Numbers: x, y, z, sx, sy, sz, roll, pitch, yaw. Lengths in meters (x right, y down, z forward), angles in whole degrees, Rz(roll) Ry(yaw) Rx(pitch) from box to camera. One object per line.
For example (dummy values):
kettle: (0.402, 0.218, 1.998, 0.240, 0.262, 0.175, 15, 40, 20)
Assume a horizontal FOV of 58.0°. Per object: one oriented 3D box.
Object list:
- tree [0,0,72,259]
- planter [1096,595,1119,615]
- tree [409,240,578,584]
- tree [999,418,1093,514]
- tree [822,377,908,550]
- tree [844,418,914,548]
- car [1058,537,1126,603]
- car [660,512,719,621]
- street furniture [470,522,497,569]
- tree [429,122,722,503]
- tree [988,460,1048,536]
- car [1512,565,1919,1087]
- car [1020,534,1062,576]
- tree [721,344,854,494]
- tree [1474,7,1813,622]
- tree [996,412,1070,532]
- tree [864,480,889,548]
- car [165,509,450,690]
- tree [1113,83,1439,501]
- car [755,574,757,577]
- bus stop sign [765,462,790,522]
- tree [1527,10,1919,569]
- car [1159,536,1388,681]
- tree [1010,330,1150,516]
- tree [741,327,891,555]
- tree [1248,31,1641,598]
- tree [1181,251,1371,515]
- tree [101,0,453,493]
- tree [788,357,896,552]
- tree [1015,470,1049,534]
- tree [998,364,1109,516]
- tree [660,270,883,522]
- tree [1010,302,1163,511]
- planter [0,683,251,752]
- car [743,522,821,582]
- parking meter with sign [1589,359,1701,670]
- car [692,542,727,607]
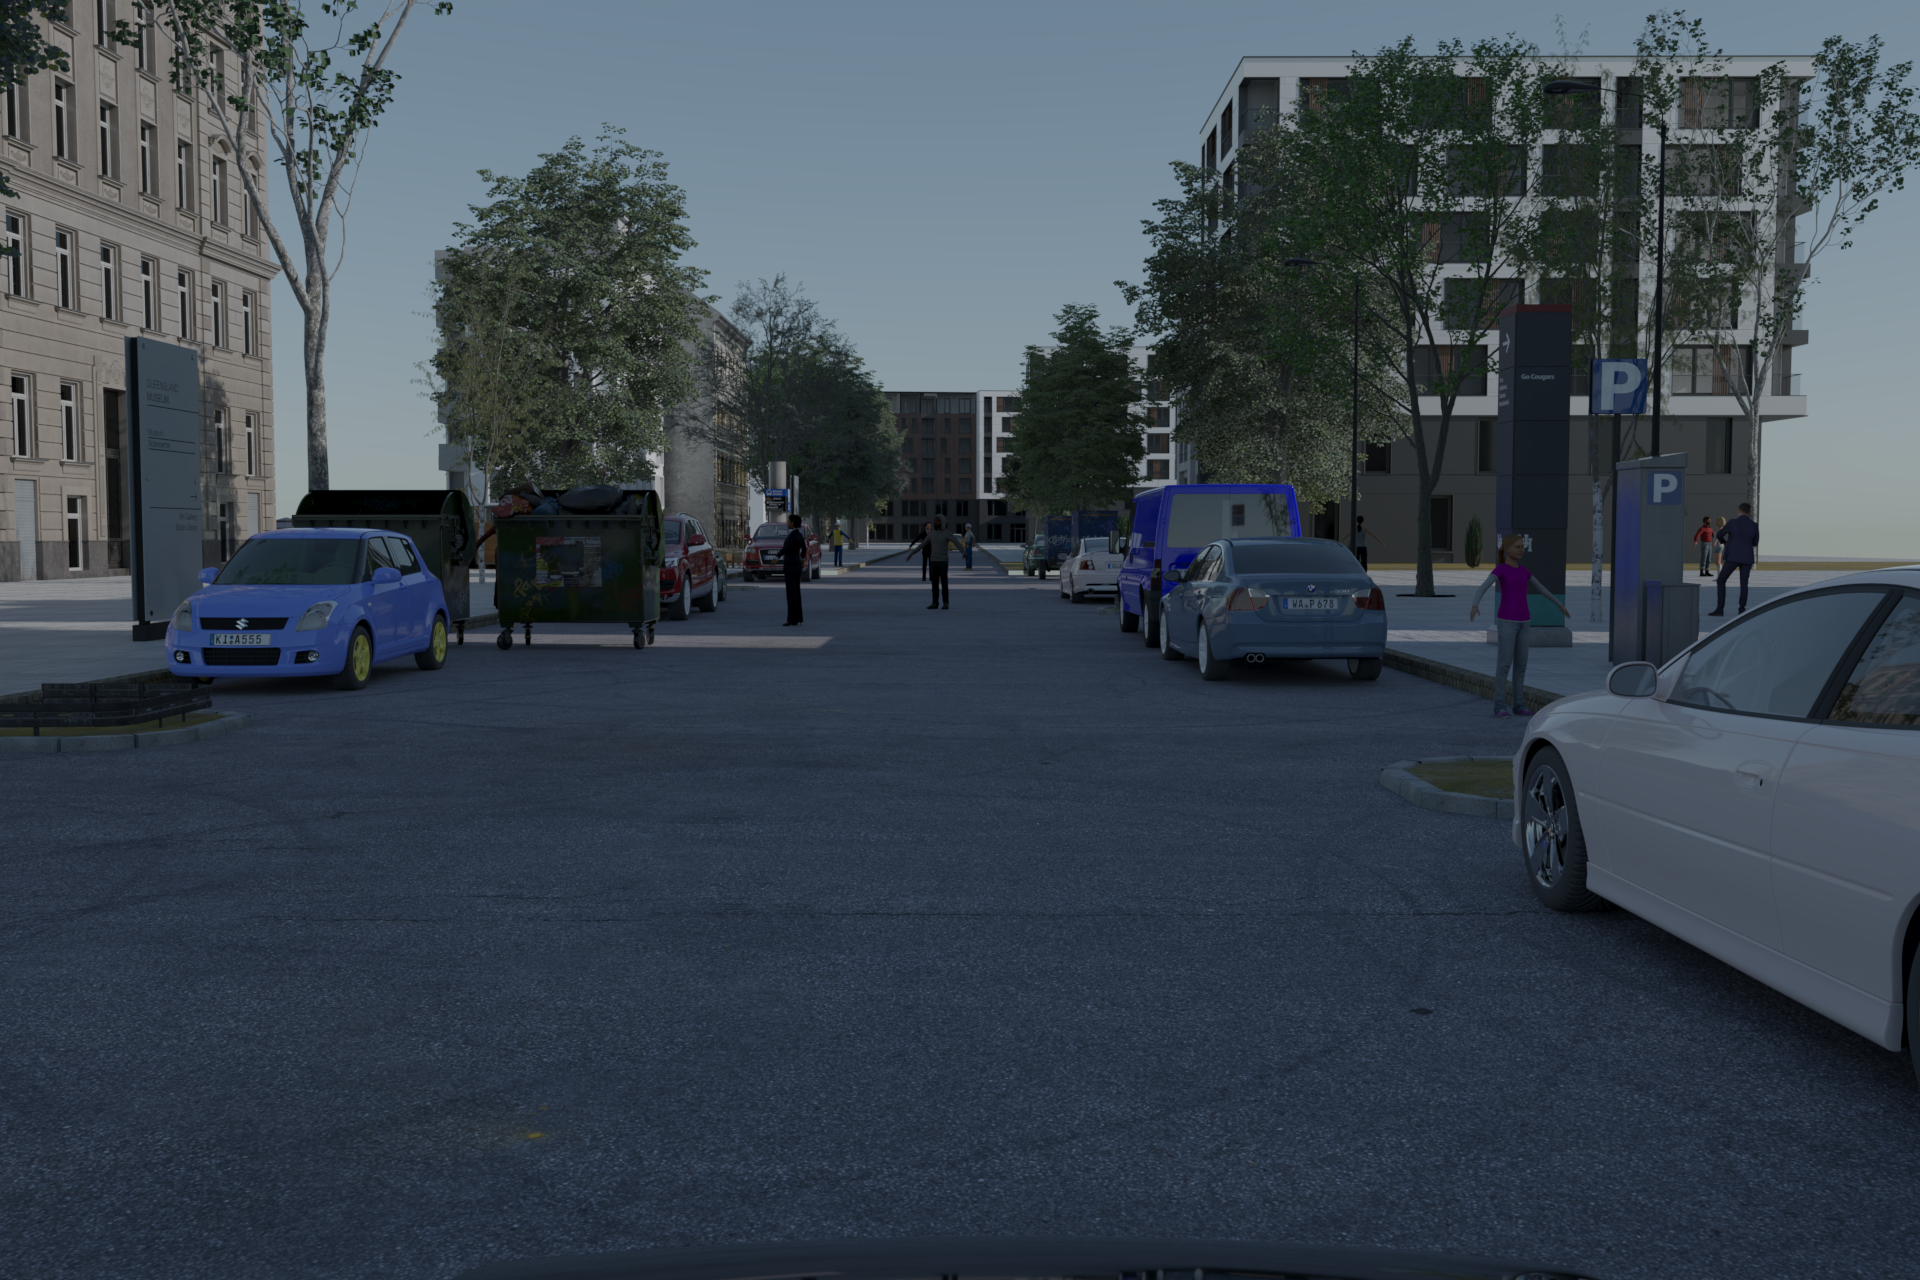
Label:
tree: (-12.159, -6.567, 14.033, 9.857, 13.997, 8.962, 0, 3, 0)
planter: (3.488, -0.627, 31.398, 1.991, 0.319, 1.994, 0, 4, 1)
tree: (-12.386, -5.728, 44.017, 4.360, 8.622, 3.978, 0, 3, 0)
tree: (6.097, -11.254, 118.419, 7.601, 10.594, 8.767, -2, 4, -26)
tree: (-8.818, -14.323, 140.839, 9.857, 13.997, 8.962, 0, 3, 0)
tree: (-9.205, -14.968, 155.090, 12.009, 13.543, 11.850, 0, 3, 0)
car: (3.185, -1.518, 37.187, 2.083, 1.381, 4.827, 0, 4, -1)
car: (-5.512, -1.328, 30.389, 2.281, 1.827, 5.304, 0, 4, 0)
street furniture: (-16.132, -3.650, 66.532, 9.812, 1.723, 11.010, 1, 4, 17)
tree: (-12.442, -9.058, 54.749, 9.857, 13.997, 8.962, 0, 3, 0)
tree: (6.744, -13.572, 156.306, 8.767, 10.594, 7.601, -1, 4, -10)
car: (3.169, 0.440, 5.171, 2.083, 1.381, 4.827, 0, 4, 0)
car: (3.185, -2.968, 60.329, 2.131, 1.459, 4.920, 0, 4, -1)
tree: (-9.212, -10.316, 94.420, 9.928, 11.665, 9.643, 0, 3, 0)
tree: (9.134, -4.576, 25.174, 4.360, 8.622, 3.978, 0, 3, 0)
tree: (6.836, -13.938, 146.012, 7.486, 12.596, 7.792, 0, 3, 0)
tree: (-8.503, -13.021, 163.253, 4.737, 8.622, 4.395, 0, 3, 0)
car: (-6.320, -0.453, 17.001, 1.945, 1.707, 3.694, 0, 3, 0)
tree: (9.379, -8.830, 51.026, 9.857, 13.997, 8.962, 0, 3, 0)
car: (-5.881, -2.846, 58.893, 2.083, 1.381, 4.827, 0, 4, 0)
bus stop sign: (-6.649, -4.534, 63.147, 0.837, 3.901, 0.837, 0, 4, -1)
tree: (27.823, -12.709, 63.681, 12.611, 20.169, 13.585, 0, 3, 0)
car: (3.205, -0.380, 18.223, 2.014, 1.417, 4.499, 0, 4, -1)
tree: (6.599, -10.853, 95.566, 7.486, 12.596, 7.792, 0, 3, 0)
tree: (-8.863, -12.162, 105.510, 9.857, 13.997, 8.962, 0, 3, 0)
tree: (9.626, -6.692, 35.168, 9.928, 11.665, 9.643, 0, 3, 0)
tree: (12.334, -9.187, 68.331, 7.486, 12.596, 7.792, 0, 3, 0)
tree: (-13.377, -10.731, 31.342, 12.611, 20.169, 13.585, 0, 3, 0)
tree: (-9.292, -13.360, 125.084, 9.857, 13.997, 8.962, 0, 3, 0)
tree: (6.854, -11.517, 138.661, 4.360, 8.622, 3.978, 0, 3, 0)
tree: (6.081, -10.970, 105.108, 9.928, 11.665, 9.643, 0, 3, 0)
tree: (-8.968, -10.453, 81.282, 12.009, 13.543, 11.850, 0, 3, 0)
tree: (6.139, -10.243, 85.597, 7.486, 12.596, 7.792, 0, 3, 0)
planter: (-6.259, 0.536, 12.376, 1.991, 0.319, 1.994, 0, 4, 0)
car: (-5.459, -2.743, 53.514, 2.281, 1.827, 5.304, 0, 4, 0)
parking meter with sign: (6.547, -1.237, 16.481, 0.543, 3.016, 1.738, 0, 3, 0)
car: (-5.925, -1.459, 35.653, 2.131, 1.459, 4.920, 0, 3, 0)
